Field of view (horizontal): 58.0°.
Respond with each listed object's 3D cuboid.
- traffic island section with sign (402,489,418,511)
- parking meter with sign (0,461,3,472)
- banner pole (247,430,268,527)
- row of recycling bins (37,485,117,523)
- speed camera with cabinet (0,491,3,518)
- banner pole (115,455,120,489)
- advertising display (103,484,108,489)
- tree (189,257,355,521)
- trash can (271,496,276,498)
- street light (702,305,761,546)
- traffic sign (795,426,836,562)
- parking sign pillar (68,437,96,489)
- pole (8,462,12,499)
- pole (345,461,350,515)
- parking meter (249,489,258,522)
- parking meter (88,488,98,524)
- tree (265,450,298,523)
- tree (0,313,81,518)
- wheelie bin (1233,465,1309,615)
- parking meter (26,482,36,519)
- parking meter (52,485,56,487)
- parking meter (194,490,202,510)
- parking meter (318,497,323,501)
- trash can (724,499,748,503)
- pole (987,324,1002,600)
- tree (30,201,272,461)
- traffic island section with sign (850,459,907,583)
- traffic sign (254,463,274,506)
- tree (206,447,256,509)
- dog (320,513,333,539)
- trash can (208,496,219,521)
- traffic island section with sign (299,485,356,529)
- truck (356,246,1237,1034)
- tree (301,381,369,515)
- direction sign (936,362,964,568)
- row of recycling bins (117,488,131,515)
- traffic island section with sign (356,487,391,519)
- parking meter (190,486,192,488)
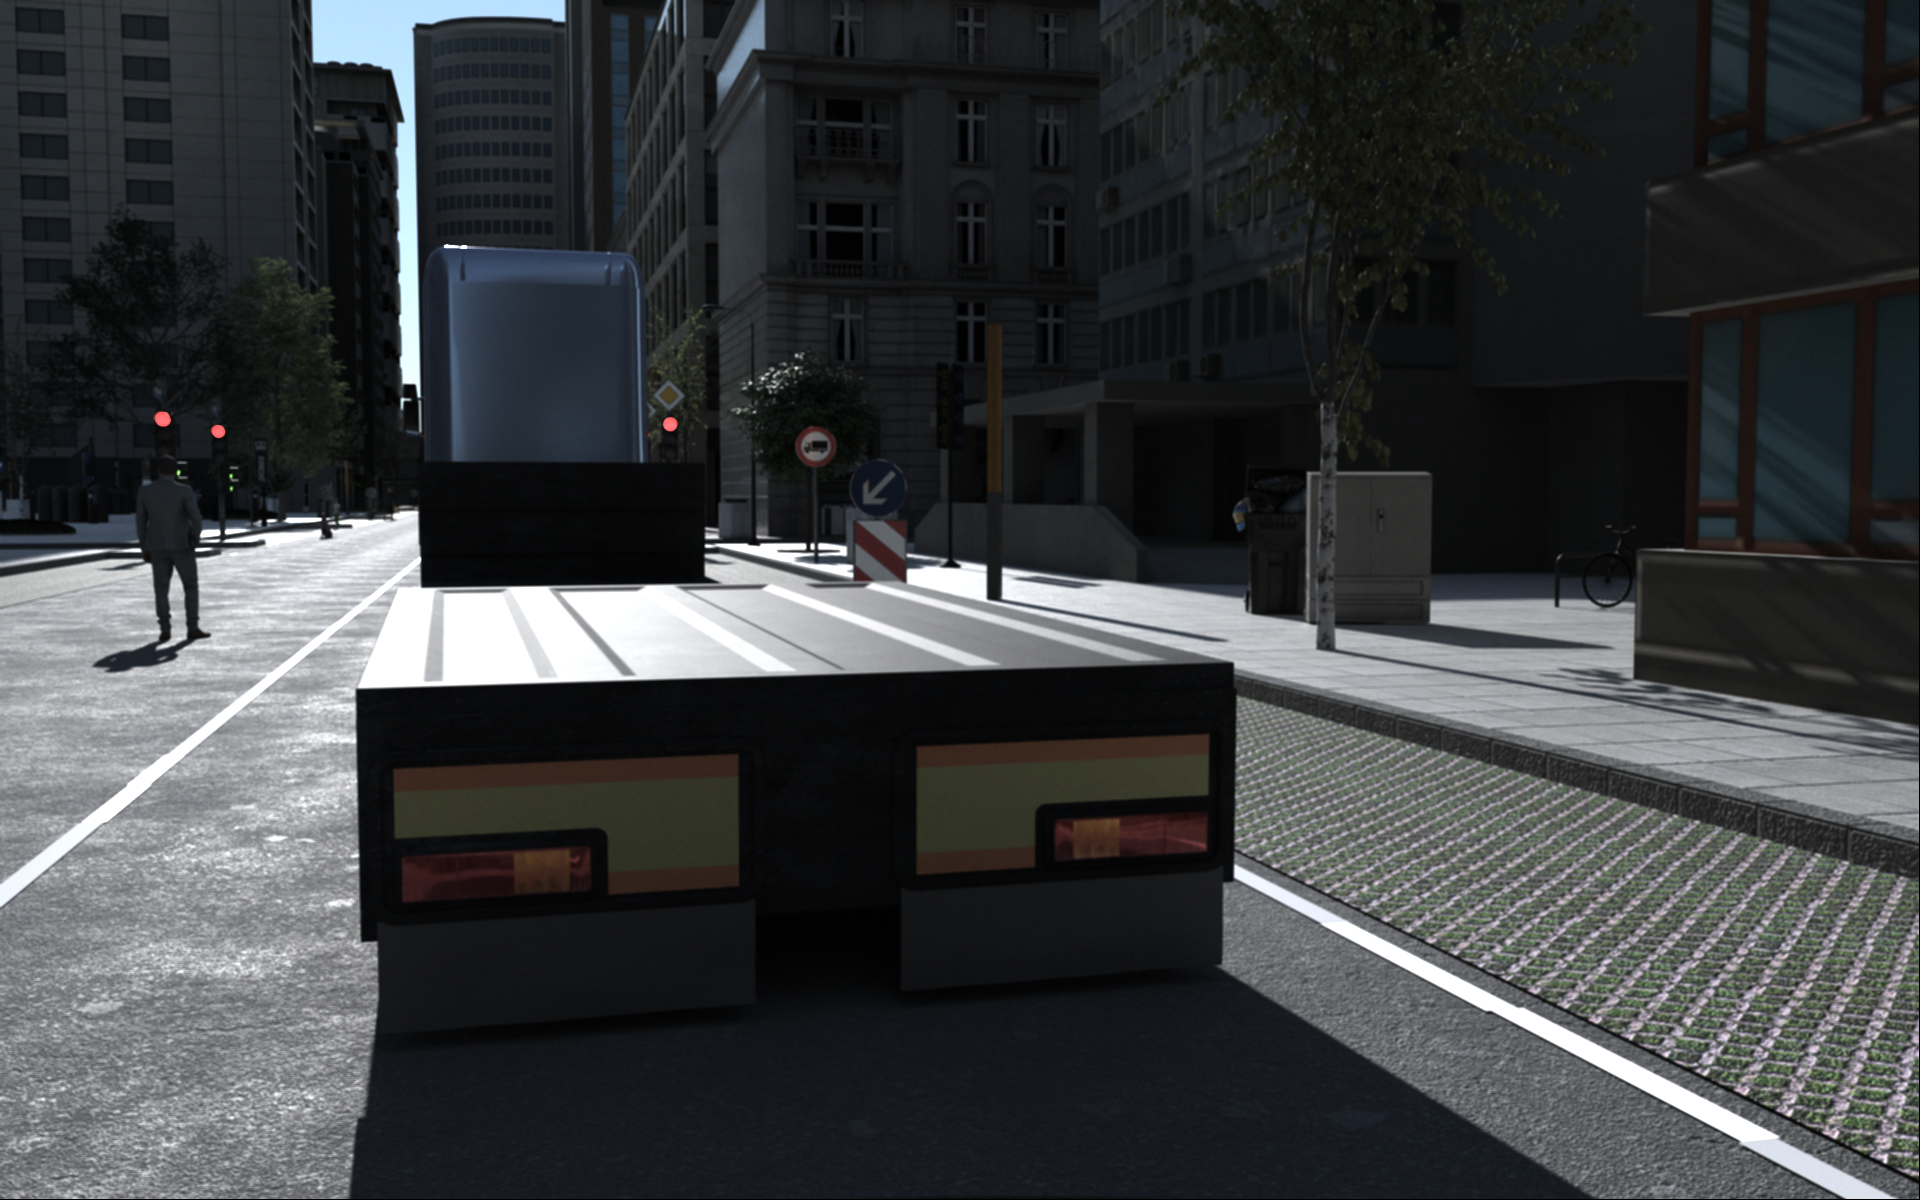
[{"bbox_3d":[-46.036,-8.409,146.121,1.989,1.847,2.006,-1,4,-15],"label":"traffic island section with sign"},{"bbox_3d":[-51.594,-5.884,92.457,0.543,3.016,1.738,-3,5,-44],"label":"parking meter with sign"},{"bbox_3d":[-27.440,-4.747,67.629,0.863,3.779,0.401,-2,4,-26],"label":"banner pole"},{"bbox_3d":[-39.926,-4.330,77.910,3.534,1.692,1.069,1,4,14],"label":"row of recycling bins"},{"bbox_3d":[-48.484,-5.639,86.526,0.660,3.252,2.038,-3,5,-44],"label":"speed camera with cabinet"},{"bbox_3d":[-54.183,-7.427,111.448,0.401,3.779,0.863,0,4,-3],"label":"banner pole"},{"bbox_3d":[-56.941,-6.741,115.436,0.123,1.923,0.974,-2,4,-35],"label":"advertising display"},{"bbox_3d":[-33.161,-10.124,83.658,7.486,12.596,7.792,0,3,0],"label":"tree"},{"bbox_3d":[-44.724,-6.229,113.491,0.748,1.137,0.748,0,3,0],"label":"trash can"},{"bbox_3d":[-5.651,-4.297,42.804,1.470,5.913,1.316,-1,4,-15],"label":"street light"},{"bbox_3d":[-2.698,-1.978,32.445,0.768,2.556,0.104,-1,4,-10],"label":"traffic sign"},{"bbox_3d":[-40.762,-5.666,81.112,1.447,3.967,1.447,-2,4,-30],"label":"parking sign pillar"},{"bbox_3d":[-60.706,-7.150,110.746,0.158,3.312,0.155,0,3,0],"label":"pole"},{"bbox_3d":[-37.275,-6.821,105.366,0.158,3.312,0.155,0,3,0],"label":"pole"},{"bbox_3d":[-32.649,-4.381,80.038,0.372,1.533,0.369,0,3,0],"label":"parking meter"},{"bbox_3d":[-37.622,-4.082,75.153,0.372,1.533,0.369,0,3,0],"label":"parking meter"},{"bbox_3d":[-30.516,-5.042,77.030,1.663,3.219,1.824,0,3,0],"label":"tree"},{"bbox_3d":[-38.507,-7.393,71.241,4.360,8.622,3.978,0,3,0],"label":"tree"},{"bbox_3d":[3.431,-0.654,18.595,0.980,1.594,0.693,0,4,6],"label":"wheelie bin"},{"bbox_3d":[-45.755,-4.867,85.290,0.255,1.863,0.399,0,4,-2],"label":"parking meter"},{"bbox_3d":[-57.516,-6.378,109.997,0.255,1.863,0.399,-2,4,-31],"label":"parking meter"},{"bbox_3d":[-44.392,-5.657,100.907,0.372,1.533,0.369,0,3,0],"label":"parking meter"},{"bbox_3d":[-42.695,-6.555,115.591,0.372,1.533,0.369,0,3,0],"label":"parking meter"},{"bbox_3d":[-6.676,-2.448,51.686,0.748,1.137,0.748,0,3,0],"label":"trash can"},{"bbox_3d":[0.419,-1.659,20.968,0.158,3.312,0.155,0,3,0],"label":"pole"},{"bbox_3d":[-26.222,-7.446,56.163,7.601,10.594,8.767,-2,4,-30],"label":"tree"},{"bbox_3d":[-1.219,-0.720,20.397,1.989,1.847,2.006,-1,4,-15],"label":"traffic island section with sign"},{"bbox_3d":[-27.636,-4.200,68.780,0.768,2.556,0.104,0,4,-7],"label":"traffic sign"},{"bbox_3d":[-45.992,-7.711,109.791,4.285,4.588,4.351,0,3,0],"label":"tree"},{"bbox_3d":[-20.392,-2.397,56.026,0.513,0.831,0.800,3,5,42],"label":"dog"},{"bbox_3d":[-34.937,-4.269,81.456,0.748,1.137,0.748,0,3,0],"label":"trash can"},{"bbox_3d":[-26.510,-3.902,72.433,1.989,1.847,2.006,-1,4,-15],"label":"traffic island section with sign"},{"bbox_3d":[-3.009,-1.457,13.574,2.967,4.110,18.799,-1,4,-16],"label":"truck"},{"bbox_3d":[-39.226,-9.652,108.178,4.737,8.622,4.395,0,3,0],"label":"tree"},{"bbox_3d":[-0.171,-2.338,30.228,0.379,3.537,0.876,2,4,31],"label":"direction sign"},{"bbox_3d":[-52.972,-6.138,107.469,1.069,1.692,3.534,1,4,19],"label":"row of recycling bins"},{"bbox_3d":[-33.419,-5.496,98.492,1.989,1.847,2.006,-1,4,-15],"label":"traffic island section with sign"},{"bbox_3d":[-50.138,-6.540,112.642,0.399,1.863,0.255,-2,4,-27],"label":"parking meter"}]
